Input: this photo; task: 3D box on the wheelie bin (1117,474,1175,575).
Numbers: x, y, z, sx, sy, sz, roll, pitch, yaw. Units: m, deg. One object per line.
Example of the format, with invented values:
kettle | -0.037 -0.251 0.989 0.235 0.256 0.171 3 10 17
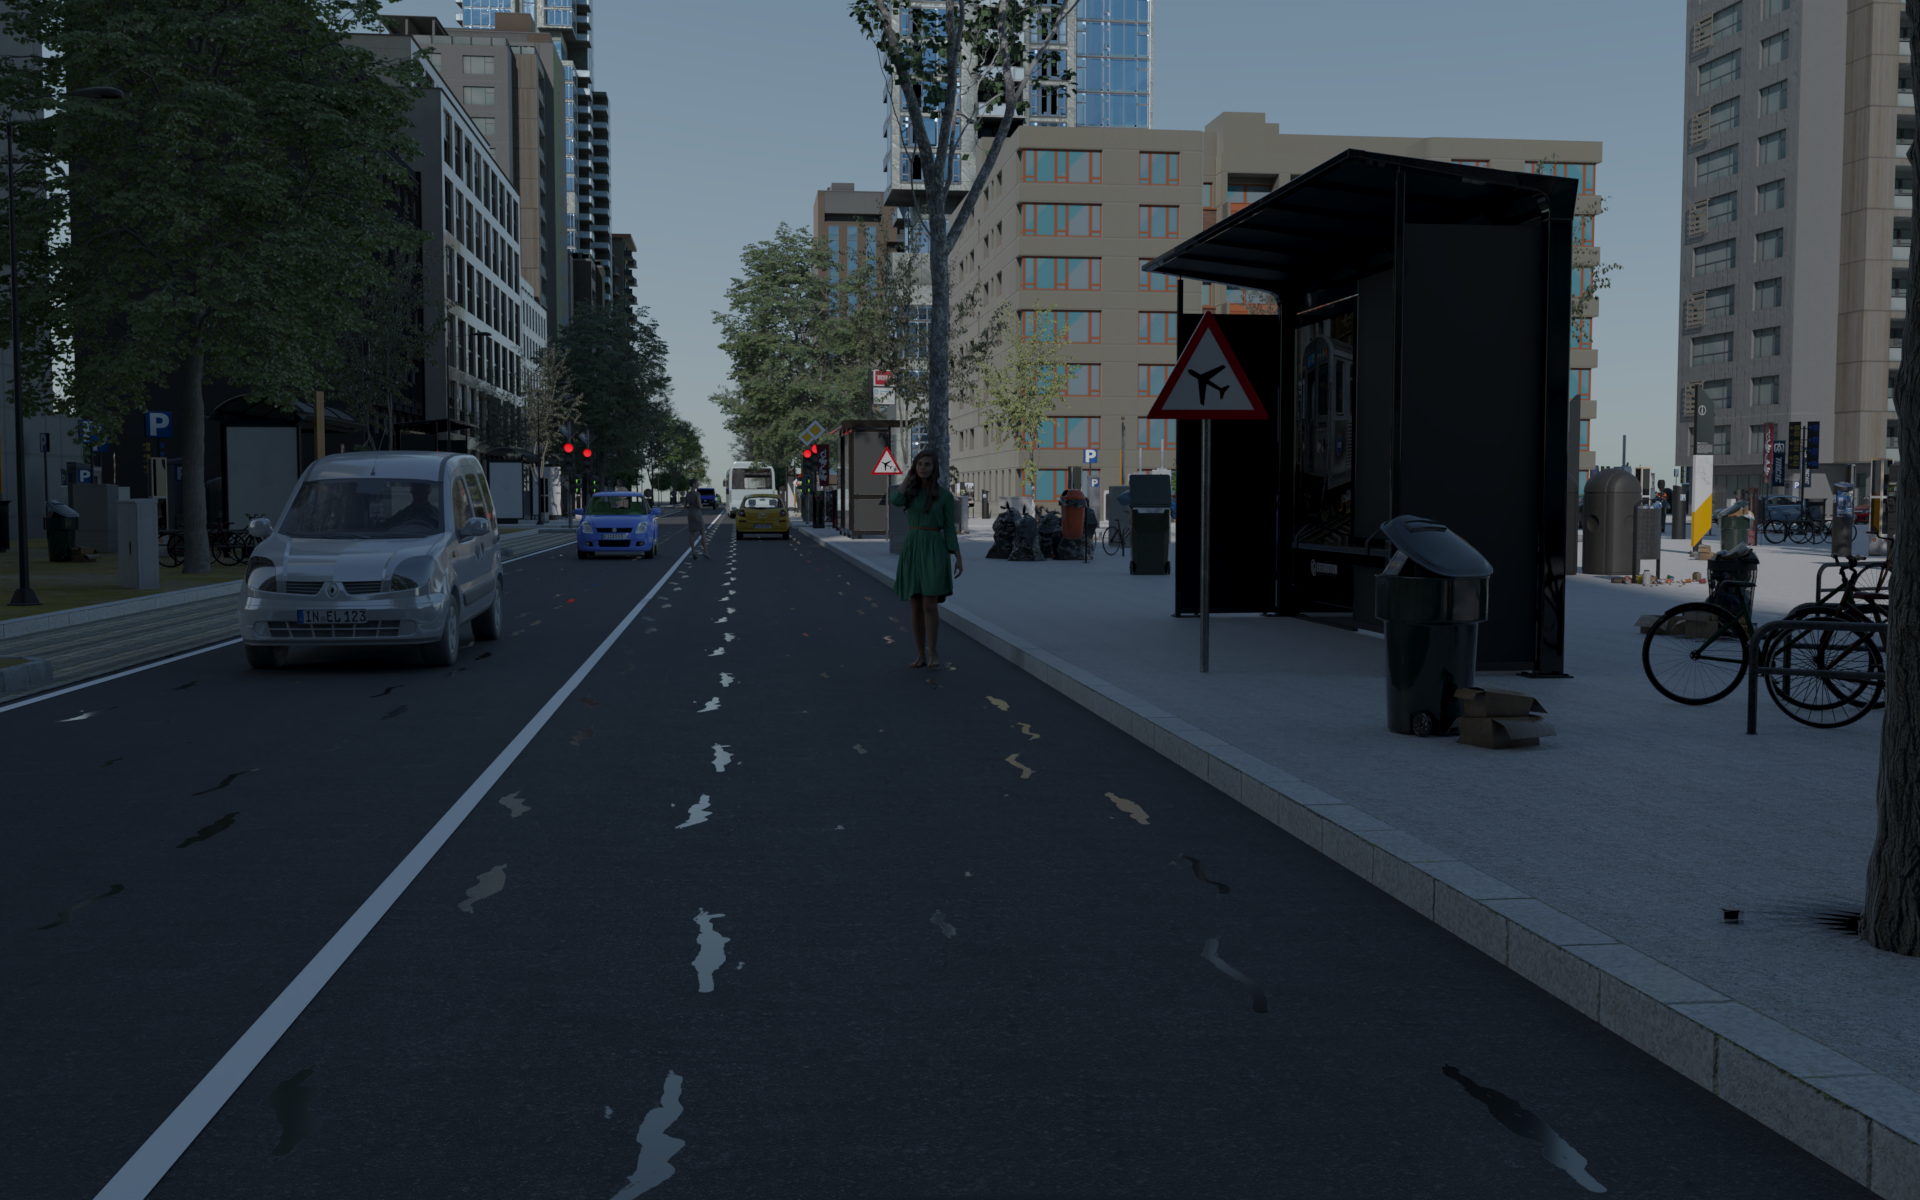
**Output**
wheelie bin | 2.991 -1.206 27.623 0.980 1.594 0.693 0 4 2

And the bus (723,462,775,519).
bus | -12.768 -6.715 104.642 2.948 3.499 13.247 -1 4 -9

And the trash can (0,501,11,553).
trash can | -21.234 -1.615 38.054 0.748 1.137 0.748 0 3 0

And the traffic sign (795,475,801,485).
traffic sign | -9.076 -6.119 100.056 0.884 2.594 0.081 0 4 -3

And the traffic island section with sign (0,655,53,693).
traffic island section with sign | -7.888 -0.247 12.661 1.989 1.847 2.006 0 4 -7

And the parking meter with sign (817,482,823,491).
parking meter with sign | -8.707 -6.755 106.699 1.738 3.016 0.543 3 5 41

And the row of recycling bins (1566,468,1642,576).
row of recycling bins | 9.068 -1.266 27.806 3.534 1.692 1.069 1 4 10

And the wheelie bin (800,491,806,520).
wheelie bin | -7.221 -4.583 82.846 0.980 1.594 0.693 -2 4 -35

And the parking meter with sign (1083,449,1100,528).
parking meter with sign | 5.083 -4.278 66.213 0.543 3.016 1.738 0 4 -3

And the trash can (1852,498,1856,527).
trash can | 32.949 -3.232 64.504 0.748 1.137 0.748 0 3 0

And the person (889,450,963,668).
person | -0.272 -0.335 14.222 0.600 1.795 0.529 0 4 1

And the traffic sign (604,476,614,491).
traffic sign | -24.357 -7.337 120.063 0.768 2.556 0.104 0 4 -4

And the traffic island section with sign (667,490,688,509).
traffic island section with sign | -28.093 -9.898 170.463 1.989 1.847 2.006 0 4 -7

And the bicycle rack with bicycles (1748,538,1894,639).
bicycle rack with bicycles | 9.724 -0.182 16.364 2.925 0.926 2.852 -1 4 -23

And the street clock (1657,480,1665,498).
street clock | 34.962 -5.004 86.390 0.358 2.002 0.471 0 4 1

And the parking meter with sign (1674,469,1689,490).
parking meter with sign | 50.169 -7.534 119.436 0.543 3.016 1.738 -3 5 -41

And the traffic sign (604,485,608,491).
traffic sign | -25.000 -7.517 123.015 0.768 2.556 0.104 0 4 2

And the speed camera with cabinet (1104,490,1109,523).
speed camera with cabinet | 7.160 -4.936 75.038 0.660 3.252 2.038 -3 5 -44

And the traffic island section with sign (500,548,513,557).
traffic island section with sign | -11.373 -1.911 39.874 1.989 1.847 2.006 0 4 -7

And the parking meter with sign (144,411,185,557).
parking meter with sign | -16.337 -2.434 36.060 1.738 3.016 0.543 3 5 44

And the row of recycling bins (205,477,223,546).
row of recycling bins | -17.926 -2.219 43.394 1.069 1.692 3.534 0 4 -4

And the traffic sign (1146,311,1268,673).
traffic sign | 1.759 -0.758 12.395 0.884 2.594 0.081 0 4 -6

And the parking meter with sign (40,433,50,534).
parking meter with sign | -25.509 -3.288 50.021 0.543 3.016 1.738 3 5 44

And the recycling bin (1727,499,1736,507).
recycling bin | 39.549 -4.649 88.572 0.722 1.027 0.722 -1 4 -11

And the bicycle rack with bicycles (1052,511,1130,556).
bicycle rack with bicycles | 2.887 -1.431 36.775 2.852 0.926 2.925 2 4 33

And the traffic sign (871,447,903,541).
traffic sign | -2.002 -2.902 47.450 0.884 2.594 0.081 0 4 -3

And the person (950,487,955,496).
person | -0.436 -3.865 71.868 0.537 1.800 0.526 0 4 -2

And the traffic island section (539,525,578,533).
traffic island section | -14.499 -2.575 64.376 2.009 0.180 2.903 0 4 -7

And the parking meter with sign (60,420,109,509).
parking meter with sign | -20.992 -2.760 41.394 0.543 3.016 1.738 -3 5 -43

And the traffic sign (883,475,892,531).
traffic sign | -2.599 -3.603 59.012 0.768 2.556 0.104 0 4 -4

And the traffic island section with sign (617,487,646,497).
traffic island section with sign | -18.404 -5.269 94.778 1.989 1.847 2.006 0 4 -7

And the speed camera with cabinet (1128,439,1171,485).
speed camera with cabinet | 6.571 -4.159 62.342 2.038 3.252 0.660 1 4 9

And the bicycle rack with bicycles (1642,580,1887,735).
bicycle rack with bicycles | 5.368 0.223 9.729 2.925 0.926 2.852 2 4 32

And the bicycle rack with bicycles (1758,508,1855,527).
bicycle rack with bicycles | 21.836 -1.927 44.882 2.852 0.926 2.925 -2 4 -34

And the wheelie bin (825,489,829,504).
wheelie bin | -7.868 -5.882 104.083 0.693 1.594 0.980 -1 4 -10

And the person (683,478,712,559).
person | -5.800 -1.799 38.256 0.599 1.781 0.374 2 4 34

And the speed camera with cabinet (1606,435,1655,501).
speed camera with cabinet | 22.645 -3.923 58.475 2.038 3.252 0.660 -2 4 -35

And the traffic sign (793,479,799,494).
traffic sign | -10.768 -7.005 115.714 0.795 2.450 0.064 0 4 -5

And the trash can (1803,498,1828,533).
trash can | 28.532 -2.821 57.781 0.748 1.137 0.748 0 3 0

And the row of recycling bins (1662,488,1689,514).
row of recycling bins | 46.579 -6.352 110.970 1.069 1.692 3.534 -3 5 -40

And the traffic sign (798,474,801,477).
traffic sign | -9.317 -6.332 103.633 0.768 2.556 0.104 0 4 1

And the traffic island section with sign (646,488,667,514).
traffic island section with sign | -21.853 -6.919 121.754 1.989 1.847 2.006 0 4 -7

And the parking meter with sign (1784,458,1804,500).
parking meter with sign | 40.214 -5.345 83.654 0.543 3.016 1.738 -1 4 -9

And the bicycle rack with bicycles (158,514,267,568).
bicycle rack with bicycles | -13.381 -1.115 31.619 2.925 0.926 2.852 -2 4 -35

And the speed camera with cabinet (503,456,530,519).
speed camera with cabinet | -22.665 -5.737 88.144 2.038 3.252 0.660 3 5 43

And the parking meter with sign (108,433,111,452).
parking meter with sign | -24.405 -3.194 48.476 0.543 3.016 1.738 0 4 -3

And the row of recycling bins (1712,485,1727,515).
row of recycling bins | 34.900 -4.466 80.134 1.069 1.692 3.534 2 4 29

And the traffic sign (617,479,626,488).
traffic sign | -23.085 -7.092 118.089 0.606 2.300 0.079 0 4 2
